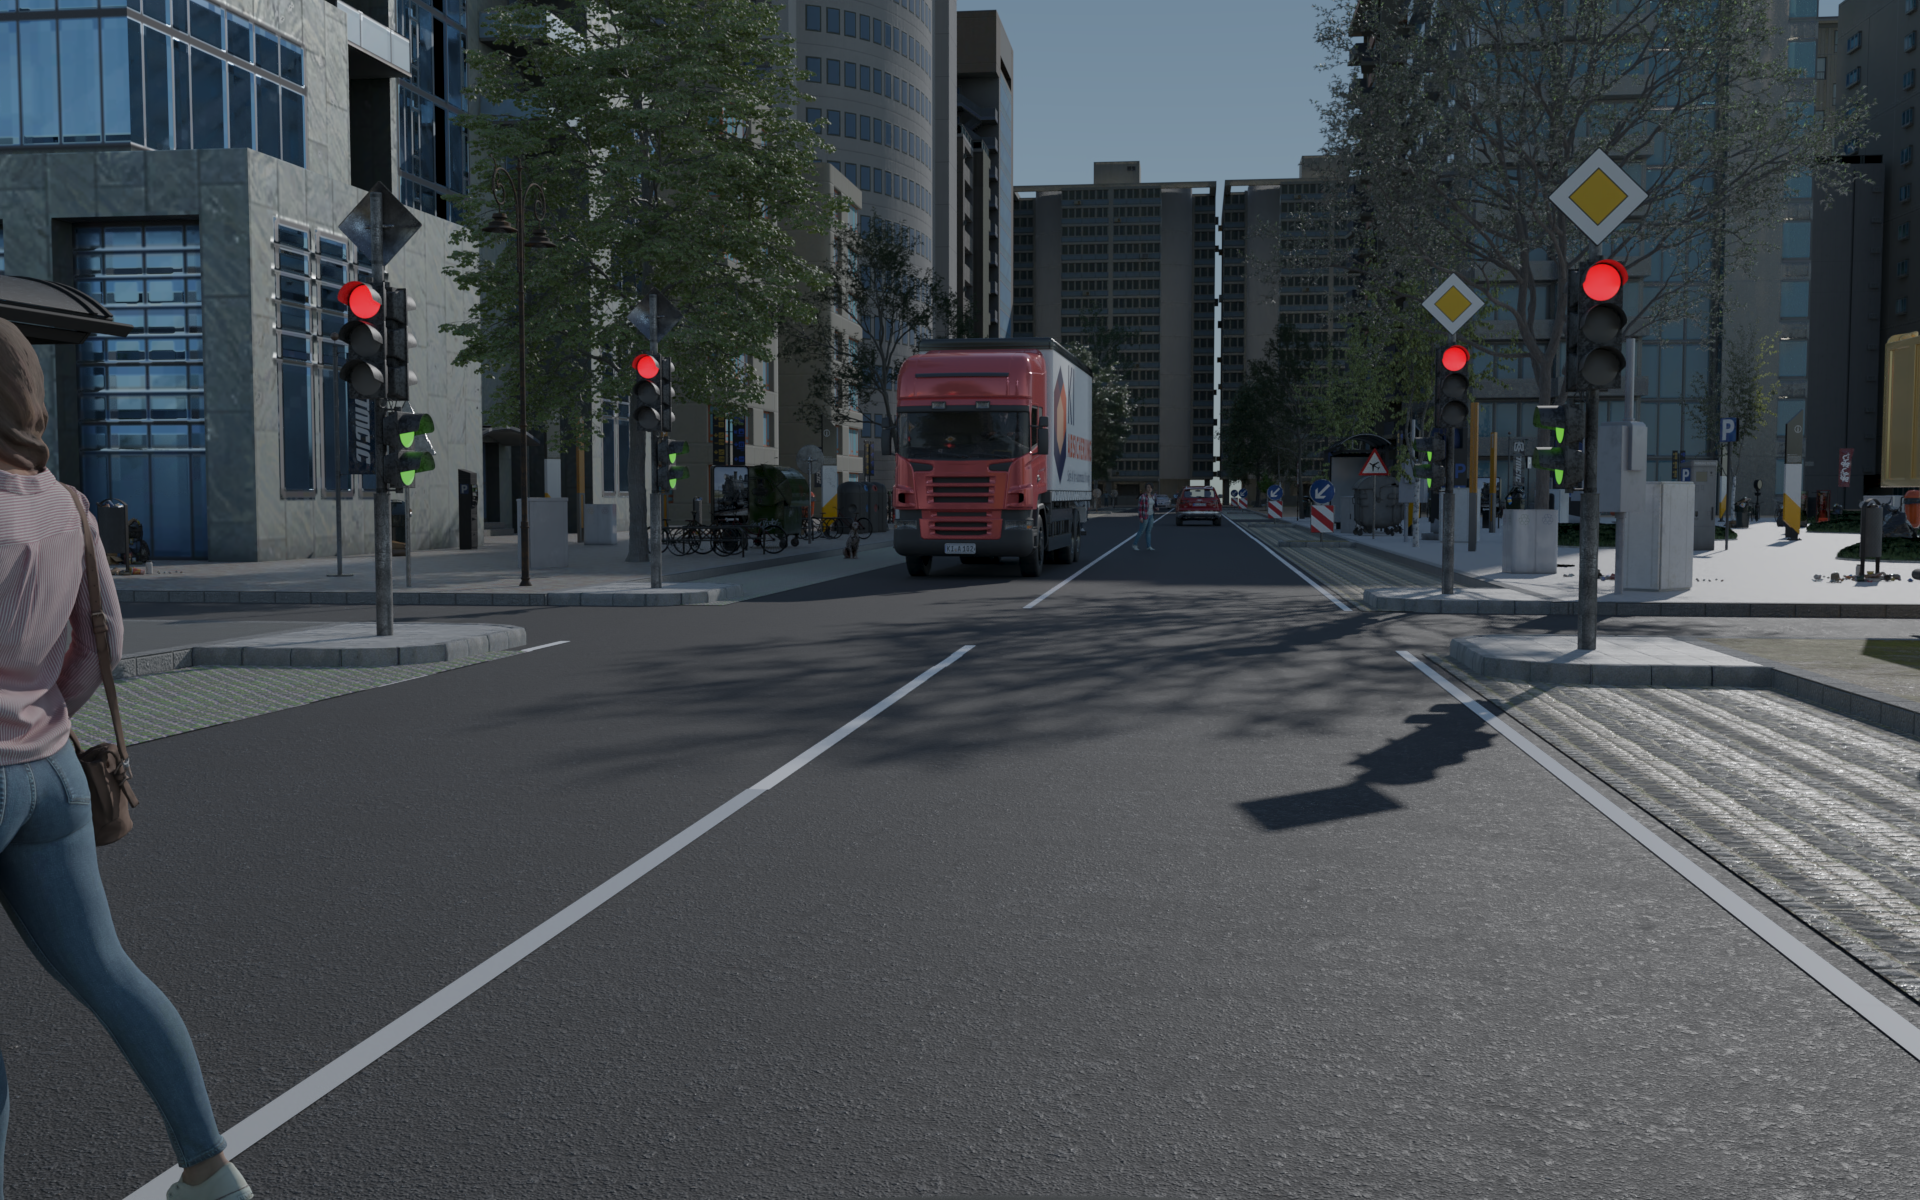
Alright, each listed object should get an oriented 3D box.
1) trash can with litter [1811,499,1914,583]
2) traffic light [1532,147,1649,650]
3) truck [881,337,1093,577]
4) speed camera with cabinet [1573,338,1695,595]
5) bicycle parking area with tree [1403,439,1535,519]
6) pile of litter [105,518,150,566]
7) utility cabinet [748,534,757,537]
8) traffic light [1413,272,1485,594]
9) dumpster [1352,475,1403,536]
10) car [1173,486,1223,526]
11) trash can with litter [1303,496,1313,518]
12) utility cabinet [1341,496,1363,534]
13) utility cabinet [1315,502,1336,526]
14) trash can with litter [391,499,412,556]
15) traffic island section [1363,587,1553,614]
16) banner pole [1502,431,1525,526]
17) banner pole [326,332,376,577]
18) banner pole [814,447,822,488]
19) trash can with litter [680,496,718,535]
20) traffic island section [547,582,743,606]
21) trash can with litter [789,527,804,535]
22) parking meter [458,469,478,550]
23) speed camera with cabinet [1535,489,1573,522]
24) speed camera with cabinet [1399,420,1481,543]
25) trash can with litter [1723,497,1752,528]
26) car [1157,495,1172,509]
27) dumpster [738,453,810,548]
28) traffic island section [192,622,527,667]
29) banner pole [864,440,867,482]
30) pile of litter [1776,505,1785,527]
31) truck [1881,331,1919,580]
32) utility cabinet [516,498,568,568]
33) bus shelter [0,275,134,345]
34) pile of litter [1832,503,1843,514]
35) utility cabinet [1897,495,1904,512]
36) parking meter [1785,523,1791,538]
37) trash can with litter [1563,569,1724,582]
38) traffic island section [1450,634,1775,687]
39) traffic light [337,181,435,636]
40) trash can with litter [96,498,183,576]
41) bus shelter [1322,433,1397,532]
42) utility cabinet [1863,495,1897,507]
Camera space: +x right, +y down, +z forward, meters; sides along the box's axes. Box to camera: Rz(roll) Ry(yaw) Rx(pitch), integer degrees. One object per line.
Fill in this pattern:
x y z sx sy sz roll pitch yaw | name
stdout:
13.241 -0.897 25.717 2.233 1.210 1.678 -3 4 -39 | trash can with litter
5.165 -1.547 14.211 0.839 4.253 0.868 0 4 8 | traffic light
0.824 -2.723 33.437 2.839 4.237 11.283 1 4 9 | truck
8.915 -1.736 22.719 2.038 3.252 0.660 -3 5 -42 | speed camera with cabinet
26.740 -6.336 90.592 8.231 4.147 9.016 2 4 27 | bicycle parking area with tree
-15.436 -1.082 31.658 1.176 0.858 1.719 0 4 0 | pile of litter
-6.355 -2.451 51.239 1.020 1.237 0.306 1 4 22 | utility cabinet
6.241 -2.031 22.123 0.839 4.253 0.868 0 4 8 | traffic light
12.826 -2.921 53.516 1.264 1.857 1.865 0 4 8 | dumpster
10.920 -4.326 79.404 2.281 1.827 5.304 0 4 6 | car
18.999 -5.061 94.135 1.055 1.170 0.624 -3 5 -41 | trash can with litter
12.744 -2.765 56.367 0.306 1.237 1.020 -1 4 -15 | utility cabinet
14.814 -3.711 69.358 1.173 1.500 0.318 0 4 -3 | utility cabinet
-11.633 -1.507 36.025 0.624 1.170 1.055 -2 4 -26 | trash can with litter
6.279 0.003 22.232 2.009 0.180 2.903 0 4 8 | traffic island section
22.201 -4.852 69.349 0.863 3.779 0.401 0 4 3 | banner pole
-9.461 -2.261 26.991 0.863 3.779 0.401 -1 4 -13 | banner pole
-6.434 -5.535 80.515 0.863 3.779 0.401 2 4 26 | banner pole
-8.109 -2.694 55.098 1.678 1.210 2.233 1 4 14 | trash can with litter
-4.166 -0.084 23.652 2.009 0.180 2.903 0 4 8 | traffic island section
-5.286 -2.608 54.023 0.624 1.170 1.055 2 4 25 | trash can with litter
-11.362 -2.099 40.029 0.399 1.863 0.255 1 4 19 | parking meter
20.417 -3.916 58.359 0.660 3.252 2.038 -3 4 -39 | speed camera with cabinet
12.742 -3.159 45.993 2.038 3.252 0.660 2 4 24 | speed camera with cabinet
29.166 -3.282 65.043 0.624 1.170 1.055 -2 4 -25 | trash can with litter
19.136 -9.346 165.172 2.083 1.381 4.827 0 4 8 | car
-4.529 -2.377 41.361 1.502 2.255 1.985 0 4 8 | dumpster
-5.242 0.400 15.739 2.009 0.180 2.903 0 4 8 | traffic island section
-4.406 -5.565 80.997 0.401 3.779 0.863 0 4 5 | banner pole
32.837 -3.323 68.304 1.719 0.858 1.176 -3 4 -38 | pile of litter
14.461 -1.262 16.551 9.791 3.379 3.469 1 4 10 | truck
-7.318 -1.175 30.371 0.306 1.237 1.020 2 4 27 | utility cabinet
-9.142 -1.214 13.765 2.014 3.302 5.546 0 4 8 | bus shelter
41.094 -4.072 80.539 1.719 0.858 1.176 -3 4 -37 | pile of litter
42.342 -4.116 78.457 1.020 1.237 0.306 -2 4 -29 | utility cabinet
24.561 -2.773 51.049 0.399 1.863 0.255 2 4 28 | parking meter
10.125 -0.913 25.989 1.678 1.210 2.233 -2 4 -29 | trash can with litter
5.203 0.487 14.319 2.009 0.180 2.903 0 4 8 | traffic island section
-5.203 -1.632 15.599 0.839 4.253 0.868 0 4 8 | traffic light
-13.806 -1.019 27.717 2.233 1.210 1.678 1 4 14 | trash can with litter
13.864 -4.063 60.359 2.014 3.302 5.546 0 4 8 | bus shelter
34.966 -3.350 65.936 1.020 1.237 0.306 3 4 37 | utility cabinet
